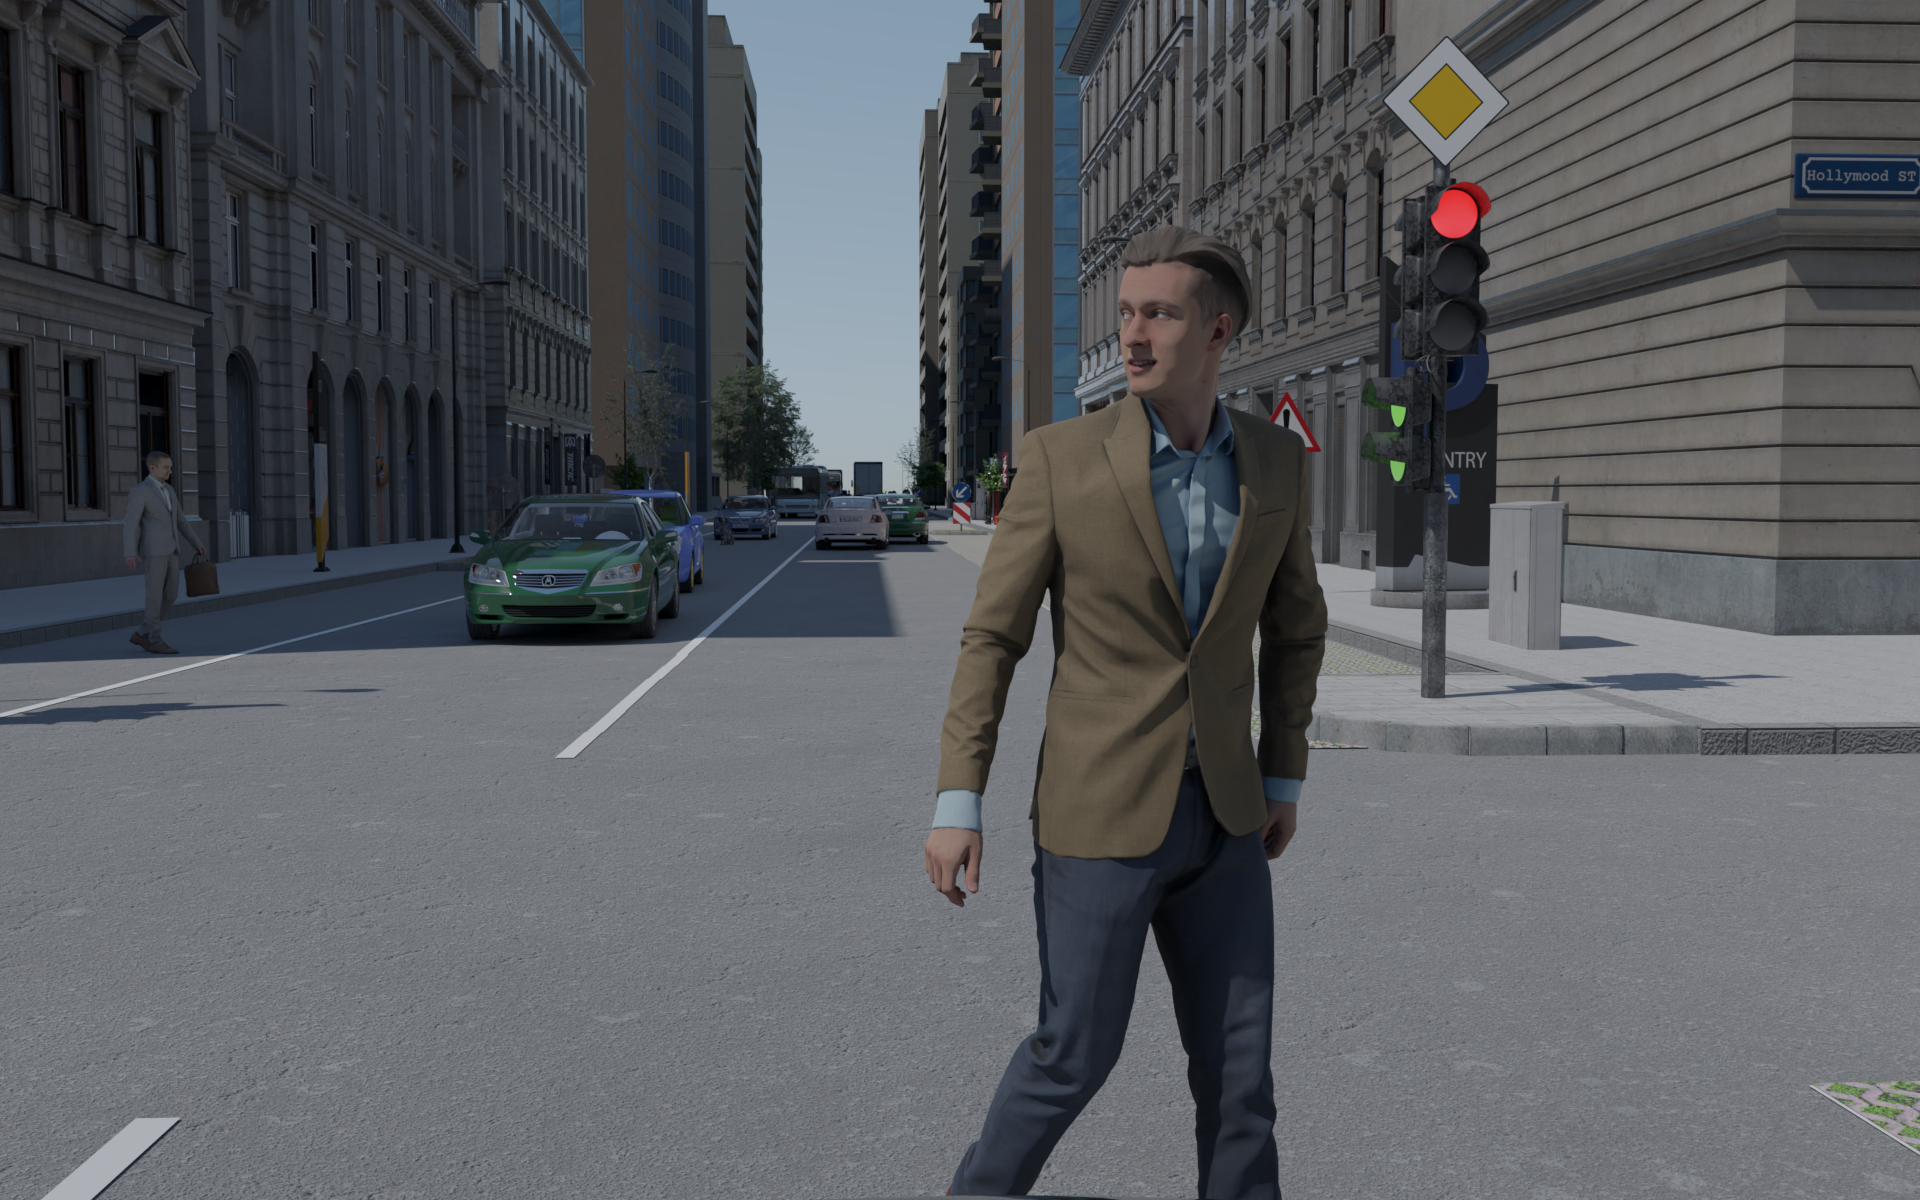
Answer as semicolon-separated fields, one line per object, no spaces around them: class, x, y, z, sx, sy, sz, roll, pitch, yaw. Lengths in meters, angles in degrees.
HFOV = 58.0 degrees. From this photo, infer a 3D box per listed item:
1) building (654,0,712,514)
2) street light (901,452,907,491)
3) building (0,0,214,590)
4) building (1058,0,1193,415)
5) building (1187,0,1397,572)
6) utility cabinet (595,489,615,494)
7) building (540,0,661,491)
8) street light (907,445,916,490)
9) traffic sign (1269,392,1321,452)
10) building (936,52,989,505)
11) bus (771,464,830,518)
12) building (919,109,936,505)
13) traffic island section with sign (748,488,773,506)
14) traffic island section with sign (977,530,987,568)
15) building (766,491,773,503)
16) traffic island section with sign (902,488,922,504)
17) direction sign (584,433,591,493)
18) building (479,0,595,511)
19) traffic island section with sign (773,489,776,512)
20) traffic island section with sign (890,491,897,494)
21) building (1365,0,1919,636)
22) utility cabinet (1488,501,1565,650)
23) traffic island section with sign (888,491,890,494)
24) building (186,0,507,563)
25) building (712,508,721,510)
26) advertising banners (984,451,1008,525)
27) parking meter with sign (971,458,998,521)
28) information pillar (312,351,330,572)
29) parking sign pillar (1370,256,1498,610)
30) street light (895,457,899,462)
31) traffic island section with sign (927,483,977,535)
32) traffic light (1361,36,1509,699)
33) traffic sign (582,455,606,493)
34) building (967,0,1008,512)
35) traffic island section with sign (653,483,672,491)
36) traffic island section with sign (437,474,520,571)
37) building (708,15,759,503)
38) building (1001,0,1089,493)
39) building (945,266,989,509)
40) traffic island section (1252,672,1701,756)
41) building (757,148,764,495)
building;-28.070;-34.868;112.084;21.231;58.520;28.212;0;4;-3
street light;-5.566;-13.332;190.517;1.470;5.913;1.316;0;4;-3
building;-17.372;-9.536;20.549;10.561;19.102;19.286;0;4;-3
building;9.145;-13.133;65.634;10.553;20.767;40.483;0;4;-3
building;11.056;-11.441;36.204;9.793;20.994;18.267;0;4;-3
utility cabinet;-14.731;-3.868;71.919;0.318;1.500;1.173;1;4;18
building;-23.708;-26.974;91.132;14.600;45.320;14.200;0;4;-3
street light;-4.018;-11.610;162.361;1.470;5.913;1.316;0;4;-3
traffic sign;4.159;-1.354;22.141;0.884;2.594;0.081;0;4;3
building;8.748;-34.508;187.901;21.300;48.544;21.600;0;4;-3
bus;-9.566;-6.784;105.776;2.948;3.499;13.247;0;4;-2
building;6.063;-35.819;209.345;21.300;48.544;21.600;0;4;-3
traffic island section with sign;-13.052;-6.175;109.583;1.989;1.847;2.006;0;4;-3
traffic island section with sign;1.427;-1.513;33.361;1.989;1.847;2.006;0;4;-3
building;-39.755;-32.145;217.453;32.217;40.220;23.993;0;4;-3
traffic island section with sign;-2.833;-6.184;109.729;1.989;1.847;2.006;0;4;-3
direction sign;-13.973;-4.464;64.979;0.379;3.537;0.876;-2;4;-26
building;-19.762;-13.142;64.014;9.793;20.994;18.267;0;4;-3
traffic island section with sign;-14.600;-7.862;137.167;1.989;1.847;2.006;0;4;-3
traffic island section with sign;-4.393;-7.896;137.724;1.989;1.847;2.006;0;4;-3
building;23.976;-12.349;20.986;34.723;24.649;14.460;0;4;-3
utility cabinet;4.786;-0.217;14.702;0.306;1.237;1.020;0;4;-1
traffic island section with sign;-7.488;-11.285;193.130;1.989;1.847;2.006;0;4;-3
building;-20.214;-12.278;42.551;13.314;21.916;24.055;0;4;-3
building;-35.840;-27.304;138.305;32.217;40.220;23.993;0;4;-3
advertising banners;1.517;-4.624;71.792;0.090;3.025;2.074;-2;4;-26
parking meter with sign;1.140;-5.374;84.132;0.543;3.016;1.738;-2;4;-33
information pillar;-10.574;-2.281;28.642;0.183;3.616;0.504;0;4;-6
parking sign pillar;5.454;-1.915;19.782;1.447;3.967;1.447;-1;4;-14
street light;-7.066;-15.002;217.815;1.470;5.913;1.316;0;4;-3
traffic island section with sign;-0.097;-3.184;60.688;1.989;1.847;2.006;0;4;-3
traffic light;2.965;-1.339;10.811;0.839;4.253;0.868;0;4;-3
traffic sign;-11.770;-3.402;55.731;0.768;2.556;0.104;0;4;3
building;12.027;-28.251;116.536;22.147;44.769;28.867;0;4;-3
traffic island section with sign;-10.302;-3.147;60.081;1.989;1.847;2.006;0;4;-3
traffic island section with sign;-8.790;-1.501;33.168;1.989;1.847;2.006;0;4;-3
building;-32.311;-34.020;179.927;21.300;48.544;21.600;0;4;-3
building;9.738;-27.202;94.865;14.600;45.320;14.200;0;4;-3
building;13.235;-18.447;146.644;27.650;21.520;28.899;0;4;-3
traffic island section;3.005;0.694;10.927;2.009;0.180;2.903;0;4;-3
building;-29.971;-31.486;198.397;14.154;41.232;14.086;0;4;-3
